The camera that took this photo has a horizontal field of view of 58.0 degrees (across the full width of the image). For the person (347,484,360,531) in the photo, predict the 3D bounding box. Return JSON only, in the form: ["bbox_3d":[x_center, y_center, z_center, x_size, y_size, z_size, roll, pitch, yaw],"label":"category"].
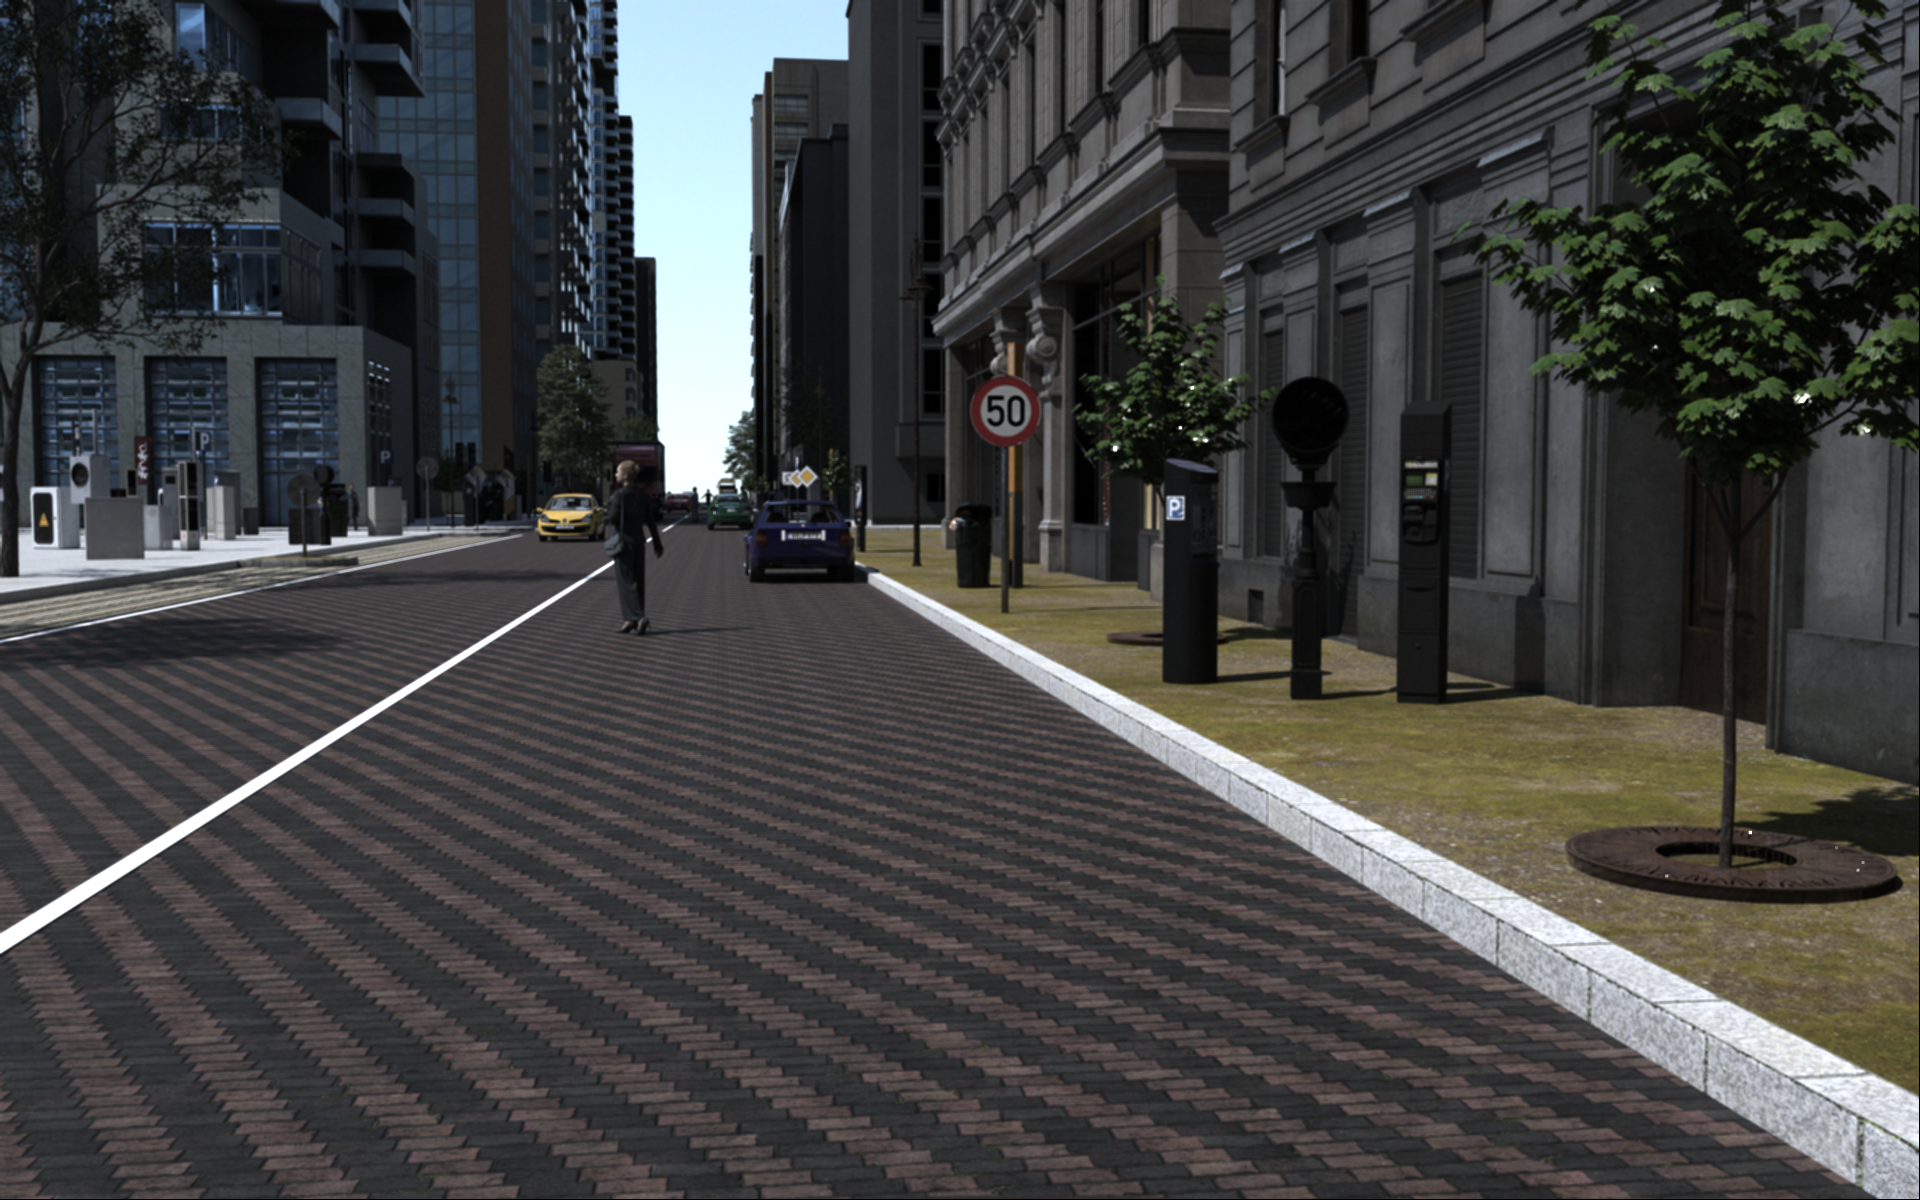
[{"bbox_3d":[-22.475,-3.383,63.921,0.767,1.812,0.694,3,4,38],"label":"person"}]

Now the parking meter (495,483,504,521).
[{"bbox_3d":[-22.373,-4.792,84.068,0.399,1.863,0.255,-1,4,-13],"label":"parking meter"}]

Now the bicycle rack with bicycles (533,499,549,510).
[{"bbox_3d":[-31.834,-7.166,130.554,2.852,0.926,2.925,-2,4,-25],"label":"bicycle rack with bicycles"}]

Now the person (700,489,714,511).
[{"bbox_3d":[-21.764,-8.659,149.705,1.348,1.869,0.705,-1,4,-20],"label":"person"}]

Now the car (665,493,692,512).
[{"bbox_3d":[-22.430,-7.904,138.270,2.155,1.783,4.494,0,4,-6],"label":"car"}]

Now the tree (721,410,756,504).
[{"bbox_3d":[-28.479,-19.353,234.546,7.486,12.596,7.792,0,3,0],"label":"tree"}]

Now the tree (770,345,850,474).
[{"bbox_3d":[-7.400,-8.343,86.768,4.737,8.622,4.395,0,3,0],"label":"tree"}]

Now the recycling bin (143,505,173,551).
[{"bbox_3d":[-18.489,-1.653,39.582,0.722,1.027,0.722,0,4,-4],"label":"recycling bin"}]

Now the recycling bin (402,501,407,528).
[{"bbox_3d":[-21.654,-3.295,66.429,0.722,1.027,0.722,0,4,-4],"label":"recycling bin"}]

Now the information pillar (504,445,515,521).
[{"bbox_3d":[-21.568,-5.597,82.858,0.504,3.616,0.183,-2,4,-35],"label":"information pillar"}]

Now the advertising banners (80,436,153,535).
[{"bbox_3d":[-25.404,-3.427,52.214,2.074,3.025,0.090,-1,4,-11],"label":"advertising banners"}]

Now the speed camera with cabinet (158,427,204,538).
[{"bbox_3d":[-23.135,-3.489,51.380,0.660,3.252,2.038,-3,5,-45],"label":"speed camera with cabinet"}]

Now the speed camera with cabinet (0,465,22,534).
[{"bbox_3d":[-30.891,-3.730,55.326,2.038,3.252,0.660,2,4,27],"label":"speed camera with cabinet"}]

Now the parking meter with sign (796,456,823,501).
[{"bbox_3d":[-6.730,-5.158,80.595,1.738,3.016,0.543,-1,4,-22],"label":"parking meter with sign"}]

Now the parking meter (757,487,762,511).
[{"bbox_3d":[-15.622,-7.906,134.977,0.399,1.863,0.255,0,4,-2],"label":"parking meter"}]

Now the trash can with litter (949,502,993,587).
[{"bbox_3d":[0.115,-0.768,23.947,0.624,1.170,1.055,0,4,-6],"label":"trash can with litter"}]

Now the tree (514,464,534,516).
[{"bbox_3d":[-25.316,-6.470,100.385,1.663,3.219,1.824,0,3,0],"label":"tree"}]

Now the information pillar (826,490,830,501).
[{"bbox_3d":[-6.353,-4.896,84.537,0.304,2.012,0.304,3,5,44],"label":"information pillar"}]

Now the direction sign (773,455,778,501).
[{"bbox_3d":[-10.672,-6.625,100.316,0.379,3.537,0.876,-1,4,-21],"label":"direction sign"}]

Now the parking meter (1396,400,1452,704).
[{"bbox_3d":[2.862,-0.304,10.677,0.255,1.863,0.399,2,4,25],"label":"parking meter"}]

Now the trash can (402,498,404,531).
[{"bbox_3d":[-18.565,-2.753,56.666,0.748,1.137,0.748,0,3,0],"label":"trash can"}]

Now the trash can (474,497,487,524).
[{"bbox_3d":[-20.574,-3.809,73.938,0.748,1.137,0.748,0,3,0],"label":"trash can"}]

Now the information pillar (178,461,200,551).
[{"bbox_3d":[-17.454,-2.124,39.213,0.304,2.012,0.304,2,4,34],"label":"information pillar"}]

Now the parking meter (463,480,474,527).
[{"bbox_3d":[-19.230,-3.795,67.754,0.399,1.863,0.255,-1,4,-23],"label":"parking meter"}]

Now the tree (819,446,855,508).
[{"bbox_3d":[-4.738,-4.521,68.518,1.663,3.219,1.824,0,3,0],"label":"tree"}]

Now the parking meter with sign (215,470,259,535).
[{"bbox_3d":[-22.822,-3.531,53.991,0.543,3.016,1.738,3,5,43],"label":"parking meter with sign"}]

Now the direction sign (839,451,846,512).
[{"bbox_3d":[-6.413,-6.114,91.959,0.876,3.537,0.379,-2,4,-32],"label":"direction sign"}]

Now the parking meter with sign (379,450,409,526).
[{"bbox_3d":[-22.662,-4.479,69.495,0.543,3.016,1.738,0,4,5],"label":"parking meter with sign"}]

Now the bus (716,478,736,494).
[{"bbox_3d":[-36.158,-16.913,268.066,2.896,3.916,12.252,-1,4,-9],"label":"bus"}]

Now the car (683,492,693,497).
[{"bbox_3d":[-39.965,-15.026,254.352,2.281,1.827,5.304,0,4,-7],"label":"car"}]

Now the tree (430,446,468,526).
[{"bbox_3d":[-20.495,-4.590,69.649,1.663,3.219,1.824,0,3,0],"label":"tree"}]

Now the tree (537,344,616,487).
[{"bbox_3d":[-29.961,-13.026,131.100,7.486,12.596,7.792,0,3,0],"label":"tree"}]

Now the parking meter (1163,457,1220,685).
[{"bbox_3d":[1.572,-0.207,11.798,0.372,1.533,0.369,0,3,0],"label":"parking meter"}]

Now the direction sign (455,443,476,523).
[{"bbox_3d":[-21.745,-5.154,76.268,0.876,3.537,0.379,0,4,-1],"label":"direction sign"}]

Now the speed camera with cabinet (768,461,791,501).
[{"bbox_3d":[-10.866,-6.753,104.745,0.660,3.252,2.038,-2,4,-35],"label":"speed camera with cabinet"}]

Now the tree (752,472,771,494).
[{"bbox_3d":[-17.016,-9.450,149.113,1.663,3.219,1.824,0,3,0],"label":"tree"}]

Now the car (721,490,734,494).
[{"bbox_3d":[-23.689,-10.360,178.063,2.281,1.827,5.304,0,4,-6],"label":"car"}]

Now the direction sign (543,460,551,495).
[{"bbox_3d":[-27.855,-7.642,116.951,0.379,3.537,0.876,1,4,22],"label":"direction sign"}]

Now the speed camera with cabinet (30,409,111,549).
[{"bbox_3d":[-20.704,-2.809,40.264,2.038,3.252,0.660,2,4,25],"label":"speed camera with cabinet"}]

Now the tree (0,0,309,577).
[{"bbox_3d":[-14.587,-5.615,26.225,8.767,10.594,7.601,-2,4,-31],"label":"tree"}]

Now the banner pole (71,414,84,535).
[{"bbox_3d":[-27.705,-3.934,54.331,0.401,3.779,0.863,-3,5,-43],"label":"banner pole"}]

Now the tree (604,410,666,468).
[{"bbox_3d":[-40.517,-17.743,215.850,9.928,11.665,9.643,0,3,0],"label":"tree"}]

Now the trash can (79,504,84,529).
[{"bbox_3d":[-32.570,-3.221,64.325,0.748,1.137,0.748,0,3,0],"label":"trash can"}]

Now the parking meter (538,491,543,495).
[{"bbox_3d":[-30.165,-7.106,124.596,0.372,1.533,0.369,0,3,0],"label":"parking meter"}]

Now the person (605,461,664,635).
[{"bbox_3d":[-3.326,-0.538,17.725,0.534,1.772,0.576,1,4,17],"label":"person"}]

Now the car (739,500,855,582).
[{"bbox_3d":[-2.779,-1.035,29.508,1.945,1.354,3.894,-1,4,-9],"label":"car"}]

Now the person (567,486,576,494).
[{"bbox_3d":[-18.973,-4.658,84.637,0.580,1.828,0.573,2,4,28],"label":"person"}]

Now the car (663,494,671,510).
[{"bbox_3d":[-25.925,-8.897,155.684,2.015,1.641,3.980,-1,4,-10],"label":"car"}]

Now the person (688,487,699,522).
[{"bbox_3d":[-13.548,-4.852,88.034,0.583,1.804,0.606,-1,4,-10],"label":"person"}]

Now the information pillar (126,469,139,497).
[{"bbox_3d":[-24.224,-2.828,50.733,0.304,2.012,0.304,-1,4,-21],"label":"information pillar"}]

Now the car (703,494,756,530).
[{"bbox_3d":[-9.314,-3.569,70.145,2.131,1.459,4.920,-1,4,-9],"label":"car"}]

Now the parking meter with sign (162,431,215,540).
[{"bbox_3d":[-21.878,-3.191,48.429,1.738,3.016,0.543,1,4,10],"label":"parking meter with sign"}]

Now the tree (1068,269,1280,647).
[{"bbox_3d":[1.751,-1.254,15.104,1.663,3.219,1.824,0,3,0],"label":"tree"}]

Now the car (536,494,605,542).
[{"bbox_3d":[-11.937,-2.637,53.337,2.015,1.641,3.980,0,4,-6],"label":"car"}]

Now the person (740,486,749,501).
[{"bbox_3d":[-10.599,-4.677,84.878,0.656,1.842,0.836,1,4,20],"label":"person"}]

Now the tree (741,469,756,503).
[{"bbox_3d":[-27.291,-14.905,227.410,4.285,4.588,4.351,0,3,0],"label":"tree"}]

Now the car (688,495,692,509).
[{"bbox_3d":[-26.062,-9.261,163.777,2.083,1.381,4.827,-1,4,-9],"label":"car"}]

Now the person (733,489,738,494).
[{"bbox_3d":[-16.915,-7.497,130.887,0.447,1.846,0.655,-1,4,-15],"label":"person"}]

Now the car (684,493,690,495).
[{"bbox_3d":[-31.034,-11.375,195.579,1.945,1.707,3.694,0,4,-7],"label":"car"}]

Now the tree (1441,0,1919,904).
[{"bbox_3d":[2.723,-0.681,5.740,1.663,3.219,1.824,0,3,0],"label":"tree"}]
